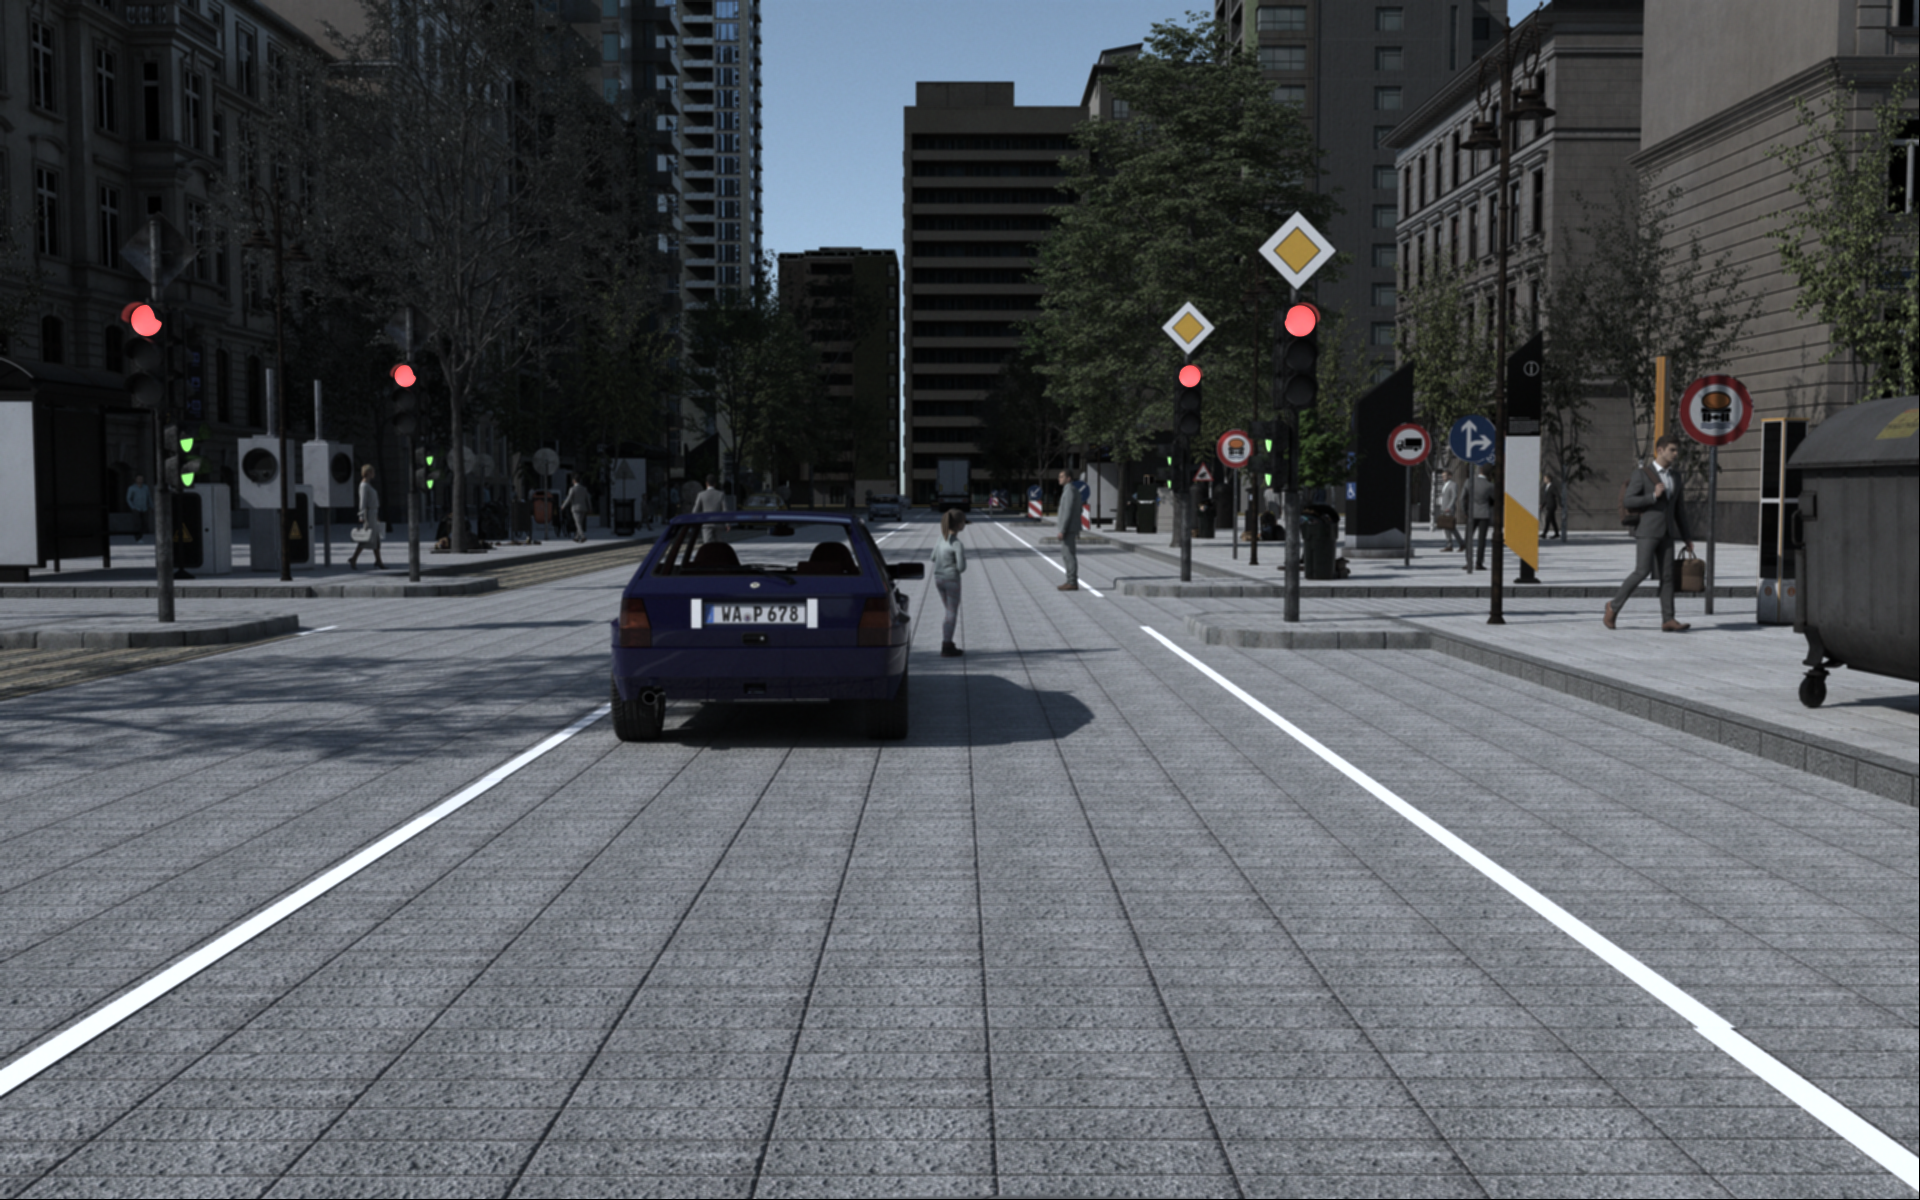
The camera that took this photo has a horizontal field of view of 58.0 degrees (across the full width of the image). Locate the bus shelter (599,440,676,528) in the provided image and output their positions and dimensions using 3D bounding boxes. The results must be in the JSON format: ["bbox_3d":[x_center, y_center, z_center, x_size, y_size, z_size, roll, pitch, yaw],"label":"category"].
[{"bbox_3d":[-12.517,-4.505,67.586,2.014,3.302,5.546,0,3,0],"label":"bus shelter"}]

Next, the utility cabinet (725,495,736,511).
[{"bbox_3d":[-11.207,-4.378,82.740,1.020,1.237,0.306,1,4,18],"label":"utility cabinet"}]

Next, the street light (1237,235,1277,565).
[{"bbox_3d":[5.326,-3.573,31.207,0.468,5.910,1.993,0,4,0],"label":"street light"}]

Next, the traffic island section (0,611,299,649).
[{"bbox_3d":[-7.984,0.299,17.393,2.009,0.180,2.903,0,4,0],"label":"traffic island section"}]

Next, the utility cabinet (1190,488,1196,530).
[{"bbox_3d":[7.929,-3.215,61.244,0.318,1.500,1.173,3,4,36],"label":"utility cabinet"}]

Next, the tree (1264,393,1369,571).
[{"bbox_3d":[5.854,-2.105,29.020,1.663,3.219,1.824,0,3,0],"label":"tree"}]

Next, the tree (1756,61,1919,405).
[{"bbox_3d":[15.935,-4.869,29.963,4.737,8.622,4.395,0,3,0],"label":"tree"}]

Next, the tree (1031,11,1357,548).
[{"bbox_3d":[5.718,-7.533,41.297,7.486,12.596,7.792,0,3,0],"label":"tree"}]

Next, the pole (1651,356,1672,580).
[{"bbox_3d":[10.428,-1.952,25.751,0.158,3.312,0.155,0,3,0],"label":"pole"}]

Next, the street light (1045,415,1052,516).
[{"bbox_3d":[5.064,-7.780,99.988,0.468,5.910,1.993,0,4,0],"label":"street light"}]

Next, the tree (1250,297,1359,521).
[{"bbox_3d":[14.209,-7.001,64.834,4.737,8.622,4.395,0,3,0],"label":"tree"}]

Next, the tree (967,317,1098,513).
[{"bbox_3d":[5.576,-12.624,116.770,12.009,13.543,11.850,0,3,0],"label":"tree"}]

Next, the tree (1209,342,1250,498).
[{"bbox_3d":[15.035,-8.020,81.486,4.737,8.622,4.395,0,3,0],"label":"tree"}]

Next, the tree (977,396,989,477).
[{"bbox_3d":[5.346,-15.827,176.893,7.486,12.596,7.792,0,3,0],"label":"tree"}]

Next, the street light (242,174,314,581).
[{"bbox_3d":[-9.979,-3.223,25.482,0.468,5.910,1.993,0,4,0],"label":"street light"}]

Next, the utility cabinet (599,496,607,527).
[{"bbox_3d":[-14.042,-3.483,68.116,0.306,1.237,1.020,-1,4,-12],"label":"utility cabinet"}]

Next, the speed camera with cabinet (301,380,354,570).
[{"bbox_3d":[-11.173,-2.147,29.433,0.660,3.252,2.038,1,4,18],"label":"speed camera with cabinet"}]

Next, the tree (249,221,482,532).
[{"bbox_3d":[-19.468,-7.535,57.617,7.601,10.594,8.767,0,4,-3],"label":"tree"}]

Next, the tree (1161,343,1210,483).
[{"bbox_3d":[12.381,-8.359,87.026,4.737,8.622,4.395,0,3,0],"label":"tree"}]

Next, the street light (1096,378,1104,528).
[{"bbox_3d":[5.249,-5.664,65.401,0.468,5.910,1.993,0,4,0],"label":"street light"}]

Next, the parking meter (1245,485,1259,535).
[{"bbox_3d":[8.373,-2.525,49.692,0.372,1.533,0.369,0,3,0],"label":"parking meter"}]

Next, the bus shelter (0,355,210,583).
[{"bbox_3d":[-14.079,-2.055,27.523,2.014,3.302,5.546,0,4,0],"label":"bus shelter"}]

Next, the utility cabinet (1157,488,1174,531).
[{"bbox_3d":[7.170,-3.092,59.234,1.173,1.500,0.318,1,4,13],"label":"utility cabinet"}]

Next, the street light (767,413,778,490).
[{"bbox_3d":[-10.233,-7.445,94.508,0.468,5.910,1.993,0,4,0],"label":"street light"}]

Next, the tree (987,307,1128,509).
[{"bbox_3d":[5.134,-9.313,86.675,7.601,10.594,8.767,0,4,8],"label":"tree"}]

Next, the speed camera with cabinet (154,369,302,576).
[{"bbox_3d":[-11.590,-2.015,27.279,2.038,3.252,0.660,0,4,3],"label":"speed camera with cabinet"}]

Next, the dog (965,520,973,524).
[{"bbox_3d":[0.339,-3.798,82.296,0.748,0.427,0.550,0,4,6],"label":"dog"}]

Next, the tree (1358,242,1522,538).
[{"bbox_3d":[14.326,-6.124,50.492,4.737,8.622,4.395,0,3,0],"label":"tree"}]

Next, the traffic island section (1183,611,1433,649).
[{"bbox_3d":[3.358,0.297,17.421,2.009,0.180,2.903,0,4,0],"label":"traffic island section"}]

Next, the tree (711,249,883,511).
[{"bbox_3d":[-12.933,-17.079,135.135,12.611,20.169,13.585,0,3,0],"label":"tree"}]

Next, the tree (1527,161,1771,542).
[{"bbox_3d":[15.315,-5.385,38.409,4.360,8.622,3.978,0,3,0],"label":"tree"}]

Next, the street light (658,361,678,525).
[{"bbox_3d":[-10.144,-5.351,60.273,0.468,5.910,1.993,0,4,0],"label":"street light"}]

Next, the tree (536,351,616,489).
[{"bbox_3d":[-18.720,-8.236,85.022,4.360,8.622,3.978,0,3,0],"label":"tree"}]

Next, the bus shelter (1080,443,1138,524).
[{"bbox_3d":[6.104,-4.712,70.964,2.014,3.302,5.546,0,4,0],"label":"bus shelter"}]

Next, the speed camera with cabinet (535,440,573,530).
[{"bbox_3d":[-14.680,-4.181,62.691,0.660,3.252,2.038,1,4,11],"label":"speed camera with cabinet"}]

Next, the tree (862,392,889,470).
[{"bbox_3d":[-11.065,-15.334,176.468,9.928,11.665,9.643,0,3,0],"label":"tree"}]

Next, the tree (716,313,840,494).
[{"bbox_3d":[-11.387,-11.594,107.681,7.486,12.596,7.792,0,3,0],"label":"tree"}]

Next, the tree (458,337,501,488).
[{"bbox_3d":[-19.812,-7.039,65.443,4.360,8.622,3.978,0,3,0],"label":"tree"}]

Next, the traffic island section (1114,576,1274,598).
[{"bbox_3d":[3.335,-0.191,25.406,2.009,0.180,2.903,0,4,0],"label":"traffic island section"}]

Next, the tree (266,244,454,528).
[{"bbox_3d":[-17.483,-6.107,50.206,4.360,8.622,3.978,0,3,0],"label":"tree"}]

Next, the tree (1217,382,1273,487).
[{"bbox_3d":[16.349,-8.980,97.180,4.360,8.622,3.978,0,3,0],"label":"tree"}]

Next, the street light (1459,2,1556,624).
[{"bbox_3d":[5.303,-2.701,16.949,0.468,5.910,1.993,0,4,0],"label":"street light"}]

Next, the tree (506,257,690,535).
[{"bbox_3d":[-10.884,-6.387,54.792,4.737,8.622,4.395,0,3,0],"label":"tree"}]

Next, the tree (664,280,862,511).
[{"bbox_3d":[-10.895,-9.715,84.596,9.928,11.665,9.643,0,3,0],"label":"tree"}]

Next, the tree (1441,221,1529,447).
[{"bbox_3d":[15.830,-5.832,45.709,4.360,8.622,3.978,0,3,0],"label":"tree"}]

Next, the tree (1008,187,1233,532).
[{"bbox_3d":[5.460,-8.116,58.447,9.928,11.665,9.643,0,3,0],"label":"tree"}]

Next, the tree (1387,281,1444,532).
[{"bbox_3d":[16.325,-6.647,59.048,4.360,8.622,3.978,0,3,0],"label":"tree"}]

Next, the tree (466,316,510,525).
[{"bbox_3d":[-18.628,-7.472,72.526,4.737,8.622,4.395,0,3,0],"label":"tree"}]

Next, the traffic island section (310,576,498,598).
[{"bbox_3d":[-8.007,-0.189,25.378,2.009,0.180,2.903,0,4,0],"label":"traffic island section"}]

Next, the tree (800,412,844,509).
[{"bbox_3d":[-11.513,-11.952,145.779,4.737,8.622,4.395,0,3,0],"label":"tree"}]

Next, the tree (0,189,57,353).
[{"bbox_3d":[-21.680,-5.310,37.178,4.360,8.622,3.978,0,3,0],"label":"tree"}]

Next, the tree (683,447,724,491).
[{"bbox_3d":[-10.576,-4.699,71.424,1.663,3.219,1.824,0,3,0],"label":"tree"}]

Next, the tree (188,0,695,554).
[{"bbox_3d":[-10.790,-7.749,37.063,12.009,13.543,11.850,0,3,0],"label":"tree"}]
